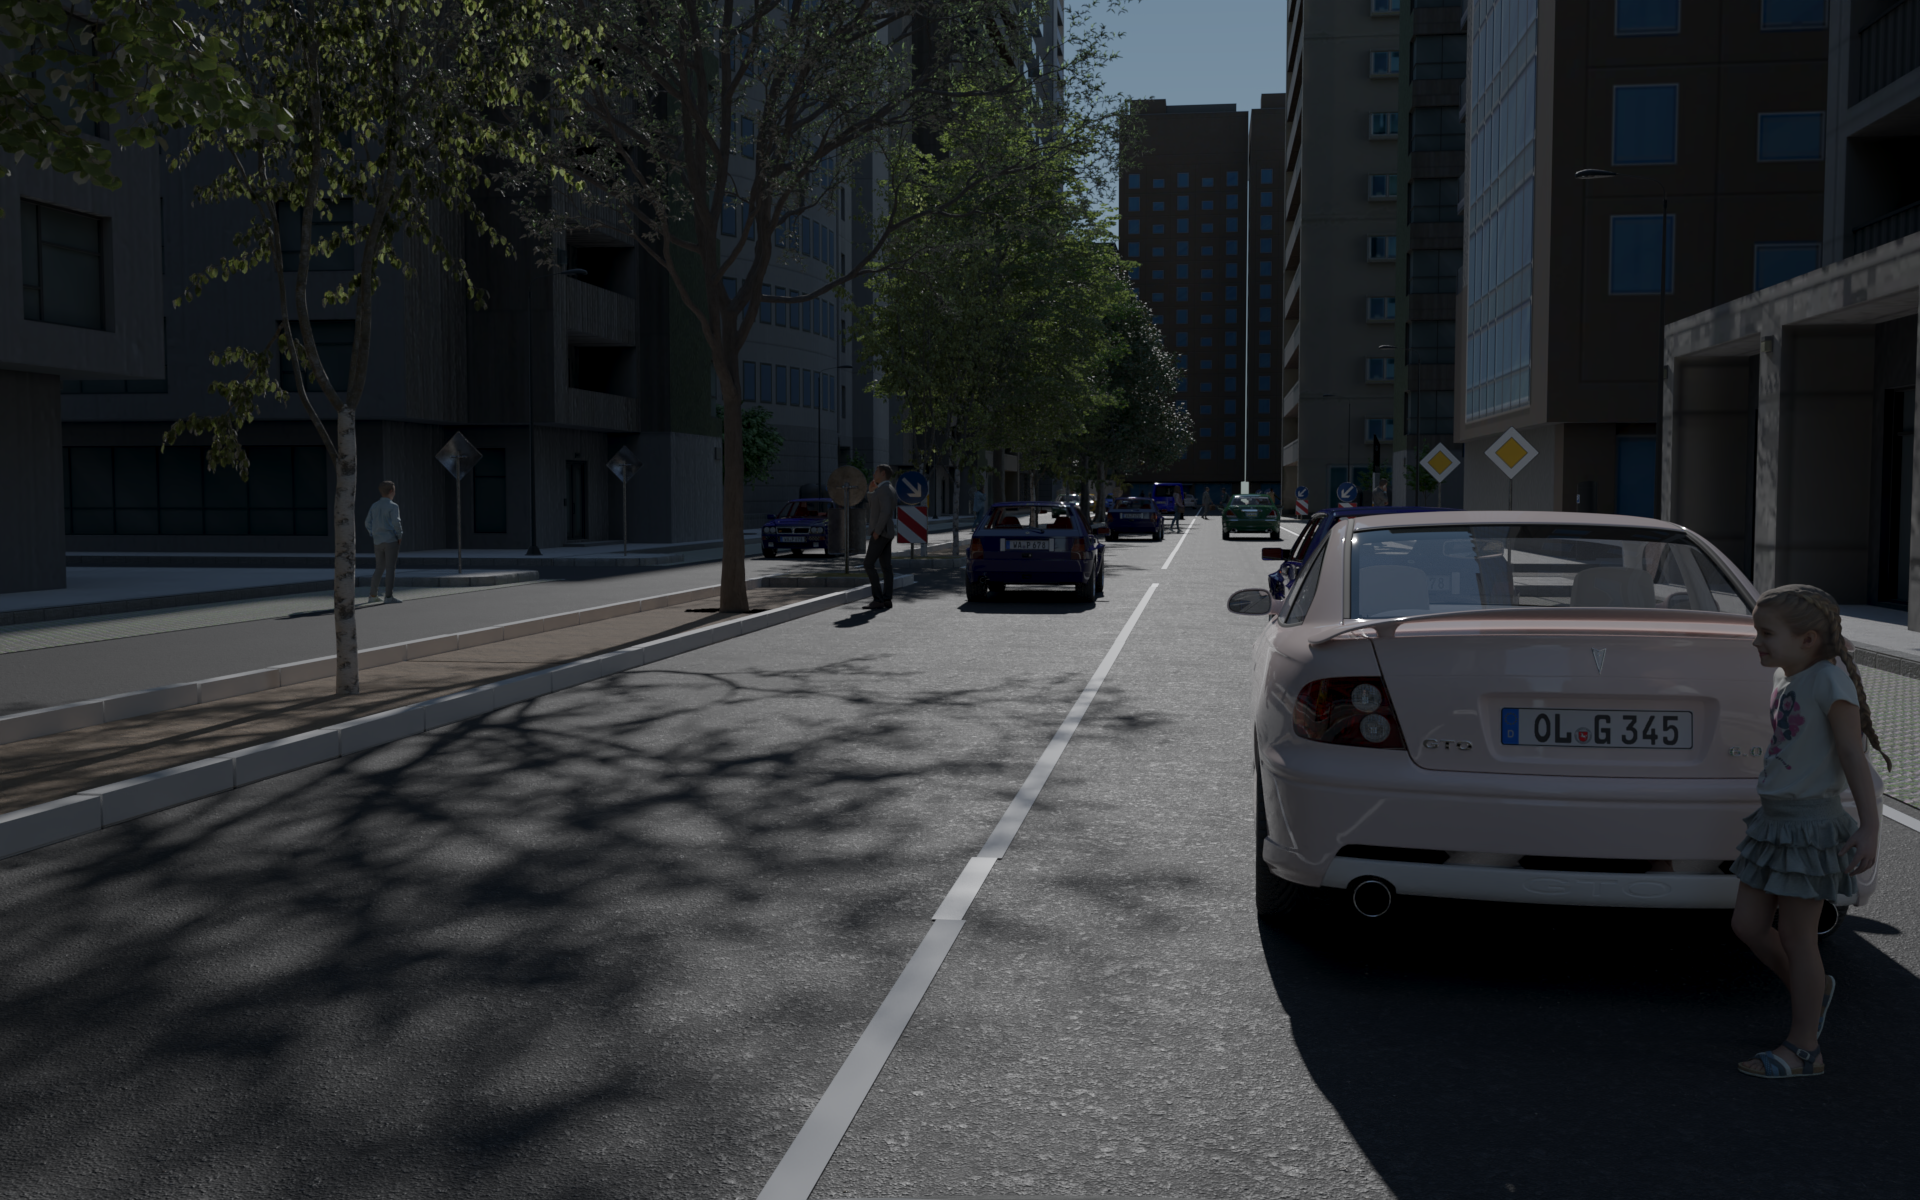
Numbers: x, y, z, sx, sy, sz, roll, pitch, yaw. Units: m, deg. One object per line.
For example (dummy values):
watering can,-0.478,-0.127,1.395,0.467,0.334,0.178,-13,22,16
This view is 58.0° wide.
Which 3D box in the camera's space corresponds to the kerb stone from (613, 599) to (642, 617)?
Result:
kerb stone,-3.989,0.111,20.386,0.120,0.150,1.000,1,4,8

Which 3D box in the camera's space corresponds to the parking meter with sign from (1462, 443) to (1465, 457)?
parking meter with sign,16.968,-3.645,55.864,0.543,3.016,1.738,-1,4,-23

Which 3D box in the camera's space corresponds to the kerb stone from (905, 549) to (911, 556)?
kerb stone,-1.277,-1.038,39.187,0.120,0.150,1.000,1,4,8

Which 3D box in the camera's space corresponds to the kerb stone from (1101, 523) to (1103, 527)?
kerb stone,5.931,-3.194,74.418,0.120,0.150,1.000,1,4,8

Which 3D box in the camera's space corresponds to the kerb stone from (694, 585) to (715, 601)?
kerb stone,-3.544,-0.075,23.429,0.120,0.150,1.000,1,4,8

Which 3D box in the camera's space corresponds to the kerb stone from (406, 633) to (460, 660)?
kerb stone,-4.720,0.420,15.323,0.120,0.150,1.000,1,4,8

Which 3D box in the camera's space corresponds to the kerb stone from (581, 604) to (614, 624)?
kerb stone,-4.126,0.173,19.370,0.120,0.150,1.000,1,4,8

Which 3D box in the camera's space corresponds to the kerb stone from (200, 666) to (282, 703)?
kerb stone,-5.146,0.612,12.281,0.120,0.150,1.000,1,4,8

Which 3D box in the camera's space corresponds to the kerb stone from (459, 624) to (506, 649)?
kerb stone,-4.569,0.364,16.335,0.120,0.150,1.000,1,4,8

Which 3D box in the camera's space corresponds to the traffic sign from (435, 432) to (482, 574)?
traffic sign,-8.065,-1.483,27.882,0.795,2.450,0.064,1,4,8

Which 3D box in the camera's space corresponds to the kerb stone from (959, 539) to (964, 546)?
kerb stone,-0.099,-1.536,47.306,0.120,0.150,1.000,1,4,8

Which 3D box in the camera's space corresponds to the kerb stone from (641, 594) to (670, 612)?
kerb stone,-3.834,0.048,21.406,0.120,0.150,1.000,1,4,8

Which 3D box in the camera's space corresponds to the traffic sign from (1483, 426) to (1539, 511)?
traffic sign,8.109,-1.339,25.536,0.795,2.450,0.064,1,4,8

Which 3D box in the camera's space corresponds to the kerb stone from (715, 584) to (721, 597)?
kerb stone,-3.397,-0.135,24.444,0.120,0.150,1.000,1,4,8

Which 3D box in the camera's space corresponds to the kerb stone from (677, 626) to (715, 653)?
kerb stone,-2.492,0.377,16.037,0.120,0.150,1.000,1,4,8

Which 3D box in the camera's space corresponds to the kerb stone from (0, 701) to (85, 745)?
kerb stone,-5.442,0.732,10.252,0.120,0.150,1.000,1,4,8

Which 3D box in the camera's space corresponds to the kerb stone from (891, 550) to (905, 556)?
kerb stone,-1.419,-0.977,38.172,0.120,0.150,1.000,1,4,8

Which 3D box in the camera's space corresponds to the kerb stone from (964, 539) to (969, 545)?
kerb stone,0.050,-1.598,48.328,0.120,0.150,1.000,1,4,8

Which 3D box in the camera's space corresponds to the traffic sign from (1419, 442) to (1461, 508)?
traffic sign,9.250,-1.822,33.439,0.795,2.450,0.064,1,4,8

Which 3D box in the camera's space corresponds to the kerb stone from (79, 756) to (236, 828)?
kerb stone,-3.663,0.874,7.928,0.120,0.150,1.000,1,4,8

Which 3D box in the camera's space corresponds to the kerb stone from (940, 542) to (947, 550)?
kerb stone,-0.537,-1.347,44.253,0.120,0.150,1.000,1,4,8

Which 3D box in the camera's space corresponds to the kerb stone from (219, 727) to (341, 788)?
kerb stone,-3.515,0.812,8.944,0.120,0.150,1.000,1,4,8

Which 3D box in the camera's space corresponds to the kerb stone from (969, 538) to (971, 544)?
kerb stone,0.196,-1.657,49.340,0.120,0.150,1.000,1,4,8

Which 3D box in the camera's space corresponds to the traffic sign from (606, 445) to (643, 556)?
traffic sign,-6.925,-1.966,35.785,0.795,2.450,0.064,1,4,8

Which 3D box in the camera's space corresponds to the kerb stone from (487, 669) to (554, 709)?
kerb stone,-3.077,0.624,11.991,0.120,0.150,1.000,1,4,8

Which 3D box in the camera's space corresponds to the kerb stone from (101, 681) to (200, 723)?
kerb stone,-5.306,0.669,11.264,0.120,0.150,1.000,1,4,8

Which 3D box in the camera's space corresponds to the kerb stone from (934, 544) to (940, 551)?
kerb stone,-0.686,-1.285,43.241,0.120,0.150,1.000,1,4,8

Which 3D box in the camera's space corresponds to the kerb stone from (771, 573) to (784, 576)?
kerb stone,-2.959,-0.324,27.490,0.120,0.150,1.000,1,4,8

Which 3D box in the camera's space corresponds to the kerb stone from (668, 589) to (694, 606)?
kerb stone,-3.688,-0.014,22.417,0.120,0.150,1.000,1,4,8

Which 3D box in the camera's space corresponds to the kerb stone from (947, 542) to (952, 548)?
kerb stone,-0.397,-1.411,45.265,0.120,0.150,1.000,1,4,8

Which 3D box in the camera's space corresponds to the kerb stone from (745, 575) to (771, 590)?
kerb stone,-3.105,-0.260,26.475,0.120,0.150,1.000,1,4,8

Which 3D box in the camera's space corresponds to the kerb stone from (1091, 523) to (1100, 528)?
kerb stone,5.638,-3.069,72.381,0.120,0.150,1.000,1,4,8

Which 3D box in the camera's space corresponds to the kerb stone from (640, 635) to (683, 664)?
kerb stone,-2.633,0.439,15.025,0.120,0.150,1.000,1,4,8

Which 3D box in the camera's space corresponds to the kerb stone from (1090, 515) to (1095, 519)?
kerb stone,7.954,-4.949,103.125,0.120,0.150,1.000,1,4,8

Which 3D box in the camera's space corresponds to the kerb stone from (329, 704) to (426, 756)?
kerb stone,-3.364,0.749,9.954,0.120,0.150,1.000,1,4,8

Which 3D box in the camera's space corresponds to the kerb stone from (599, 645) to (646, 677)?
kerb stone,-2.783,0.505,14.014,0.120,0.150,1.000,1,4,8

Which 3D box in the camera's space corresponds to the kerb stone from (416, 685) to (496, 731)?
kerb stone,-3.218,0.686,10.974,0.120,0.150,1.000,1,4,8

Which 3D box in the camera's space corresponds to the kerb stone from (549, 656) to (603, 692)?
kerb stone,-2.927,0.563,13.001,0.120,0.150,1.000,1,4,8

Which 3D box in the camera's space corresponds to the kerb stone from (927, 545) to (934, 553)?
kerb stone,-0.832,-1.225,42.225,0.120,0.150,1.000,1,4,8

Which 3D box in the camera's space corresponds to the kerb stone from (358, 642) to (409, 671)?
kerb stone,-4.860,0.482,14.311,0.120,0.150,1.000,1,4,8

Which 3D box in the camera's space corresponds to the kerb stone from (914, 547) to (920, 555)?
kerb stone,-1.121,-1.101,40.197,0.120,0.150,1.000,1,4,8

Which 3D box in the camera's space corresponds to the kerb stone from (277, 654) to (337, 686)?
kerb stone,-5.000,0.545,13.292,0.120,0.150,1.000,1,4,8

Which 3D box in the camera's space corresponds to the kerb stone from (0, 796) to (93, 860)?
kerb stone,-3.803,0.942,6.916,0.120,0.150,1.000,1,4,8

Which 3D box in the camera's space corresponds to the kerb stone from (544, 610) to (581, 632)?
kerb stone,-4.277,0.235,18.357,0.120,0.150,1.000,1,4,8

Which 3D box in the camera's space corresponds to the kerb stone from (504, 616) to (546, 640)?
kerb stone,-4.421,0.297,17.346,0.120,0.150,1.000,1,4,8
